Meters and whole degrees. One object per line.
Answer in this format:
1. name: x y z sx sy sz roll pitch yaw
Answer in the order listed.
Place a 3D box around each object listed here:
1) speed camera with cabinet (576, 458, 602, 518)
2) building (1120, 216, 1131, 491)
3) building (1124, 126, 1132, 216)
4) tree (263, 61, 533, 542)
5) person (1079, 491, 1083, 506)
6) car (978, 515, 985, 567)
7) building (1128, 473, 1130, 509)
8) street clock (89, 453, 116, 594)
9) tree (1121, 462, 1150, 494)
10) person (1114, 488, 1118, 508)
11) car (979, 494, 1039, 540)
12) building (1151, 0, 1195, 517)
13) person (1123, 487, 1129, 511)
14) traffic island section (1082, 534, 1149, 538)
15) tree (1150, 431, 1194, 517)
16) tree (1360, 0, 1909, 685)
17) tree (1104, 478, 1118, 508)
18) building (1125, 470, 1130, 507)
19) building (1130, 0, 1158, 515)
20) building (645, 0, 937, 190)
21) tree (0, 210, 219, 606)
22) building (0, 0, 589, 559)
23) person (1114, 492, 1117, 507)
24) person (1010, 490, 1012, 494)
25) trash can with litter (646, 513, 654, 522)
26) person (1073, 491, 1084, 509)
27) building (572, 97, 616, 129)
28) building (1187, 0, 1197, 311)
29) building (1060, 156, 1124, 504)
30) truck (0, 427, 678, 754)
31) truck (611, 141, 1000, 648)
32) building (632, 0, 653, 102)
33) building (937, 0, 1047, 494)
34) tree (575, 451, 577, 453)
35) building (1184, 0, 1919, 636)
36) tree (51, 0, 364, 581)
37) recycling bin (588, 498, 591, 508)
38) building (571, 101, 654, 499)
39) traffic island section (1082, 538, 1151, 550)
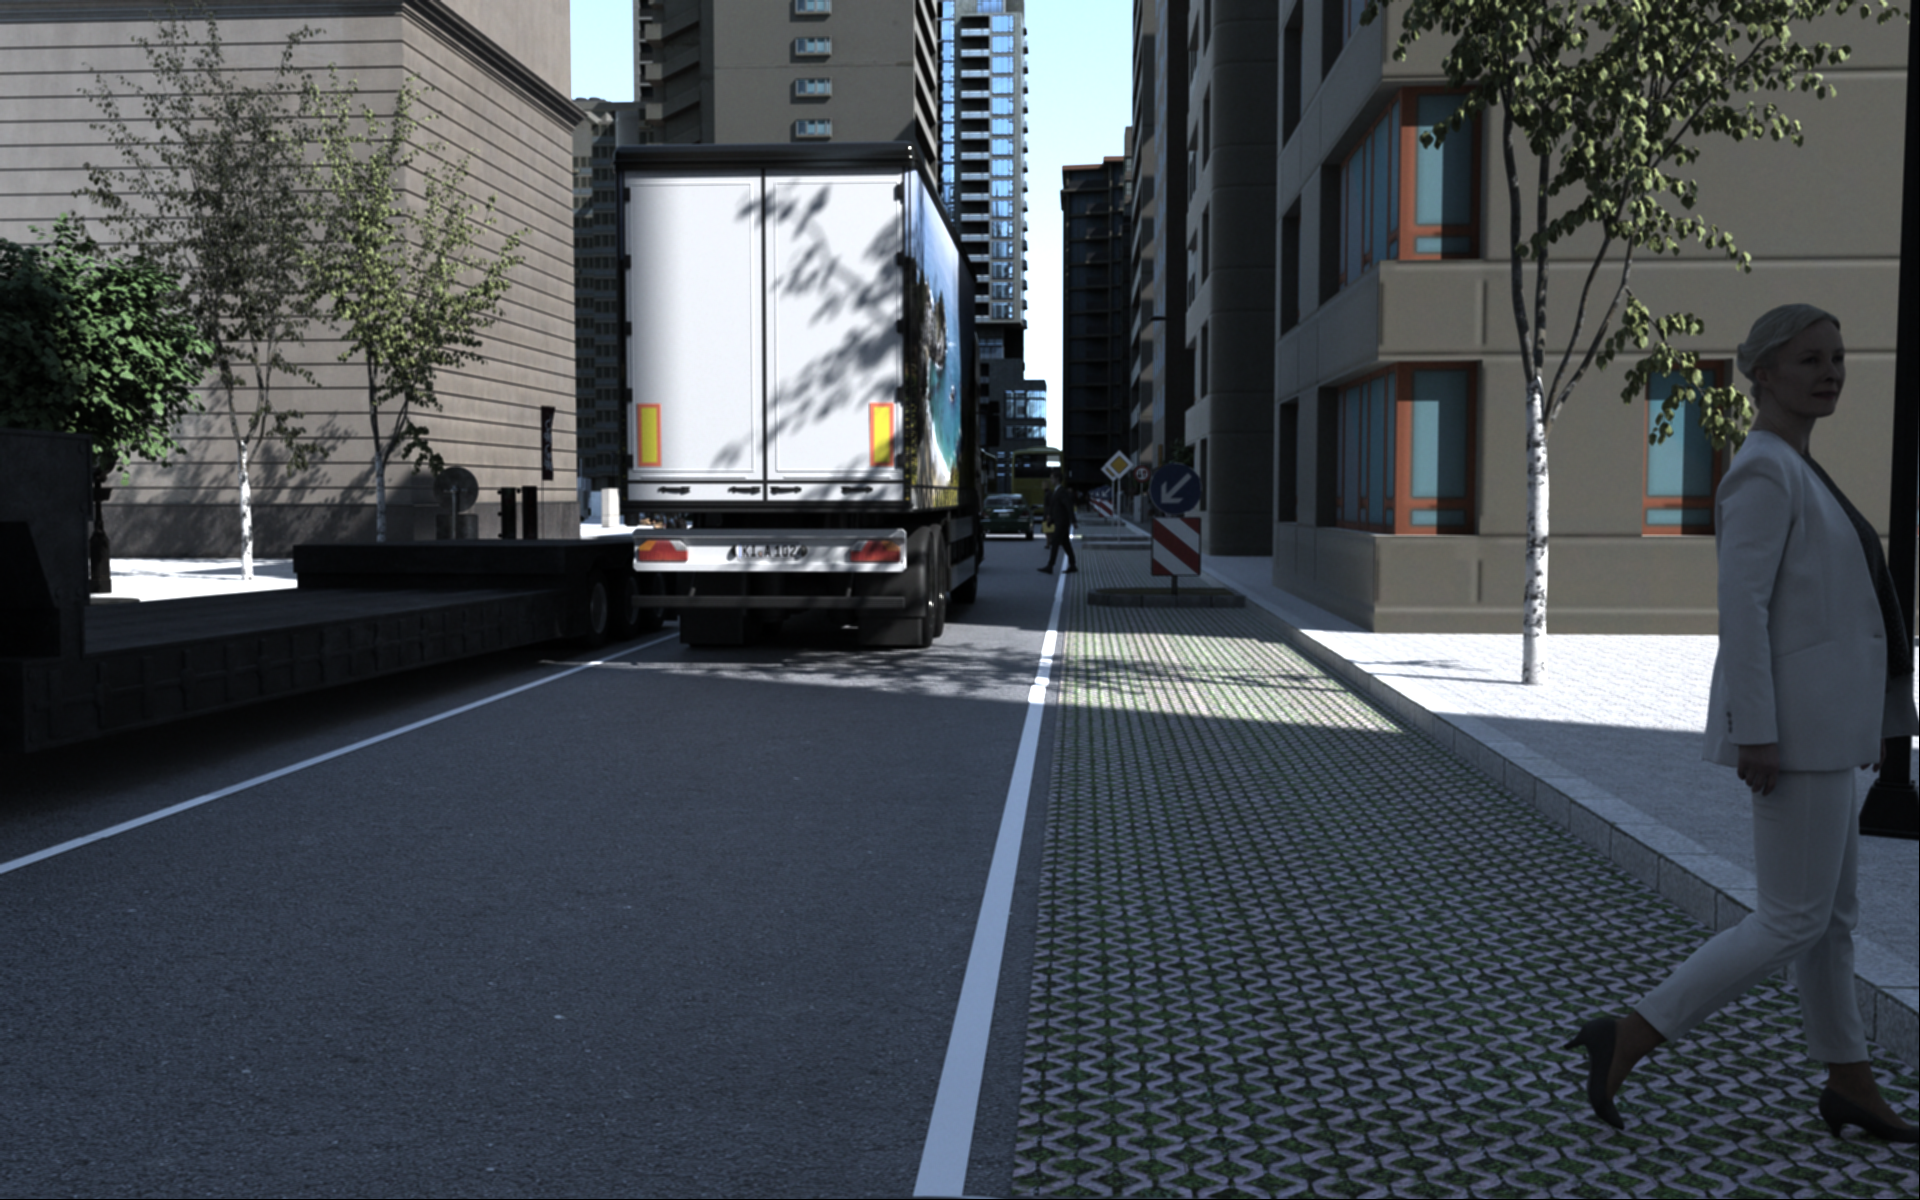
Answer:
1. speed camera with cabinet: -20.150 -6.166 95.151 2.038 3.252 0.660 2 4 29
2. building: 23.807 -25.033 180.995 14.160 30.474 14.107 0 4 4
3. building: 25.351 -31.281 195.036 14.154 41.232 14.086 0 4 4
4. tree: -9.985 -4.893 30.361 4.737 8.622 4.395 0 3 0
5. person: 13.766 -11.629 198.498 0.709 1.838 0.599 -2 4 -27
6. car: -0.578 -1.368 32.160 2.009 1.686 4.222 0 4 4
7. building: 30.097 -27.444 140.587 32.217 40.220 23.993 0 4 4
8. street clock: -11.119 -1.088 22.351 0.471 2.002 0.358 2 4 27
9. tree: 10.900 -6.621 102.858 1.663 3.219 1.824 0 3 0
10. person: 14.049 -9.078 154.556 0.705 1.814 1.350 2 4 24
11. car: 1.434 -2.643 55.018 2.131 1.459 4.920 0 4 2
12. building: 17.425 -26.939 90.557 14.600 45.320 14.200 0 4 4
13. person: 12.719 -7.805 133.751 0.705 1.812 1.348 -1 4 -12
14. traffic island section: 4.765 -1.909 53.490 2.009 0.180 2.903 0 4 4
15. tree: 6.928 -3.558 52.777 1.663 3.219 1.824 0 3 0
16. tree: 3.997 -3.722 11.221 4.737 8.622 4.395 0 3 0
17. tree: 15.059 -10.774 170.755 1.663 3.219 1.824 0 3 0
18. building: 26.256 -44.279 162.217 20.563 71.187 20.611 0 4 4
19. building: 22.510 -30.111 116.023 21.300 48.544 21.600 0 4 4
20. building: -13.312 -31.583 140.086 21.300 48.544 21.600 0 4 4
21. tree: -10.363 -2.224 20.082 4.285 4.588 4.351 0 3 0
22. building: -22.438 -14.838 39.860 25.104 27.353 12.463 0 4 4
23. person: 14.871 -9.622 164.280 0.541 1.710 0.530 1 4 10
24. person: 5.411 -10.645 182.640 0.705 1.812 1.348 -3 4 -36
25. trash can with litter: -13.846 -4.028 77.243 0.624 1.170 1.055 -1 4 -16
26. person: 11.348 -9.597 166.134 1.217 1.736 0.721 1 4 23
27. building: -53.797 -39.248 230.948 27.495 52.752 28.713 0 4 4
28. building: 22.752 -29.204 66.729 27.495 52.752 28.713 0 4 4
29. building: 25.650 -34.708 222.099 28.867 44.769 22.147 0 4 4
30. truck: -5.077 -1.207 9.495 2.967 4.110 18.799 0 4 5
31. truck: -1.180 -1.869 19.464 2.839 4.237 11.283 0 4 4
32. building: -30.059 -48.118 224.976 20.611 71.187 20.563 0 4 4
33. building: -4.266 -55.705 223.454 31.000 86.520 22.319 0 4 4
34. tree: -17.035 -5.240 69.384 4.285 4.588 4.351 0 3 0
35. building: 18.593 -11.235 28.724 27.650 21.520 28.899 0 4 4
36. tree: -10.629 -4.581 25.266 4.360 8.622 3.978 0 3 0
37. recycling bin: -23.774 -6.045 111.387 0.722 1.027 0.722 1 4 22
38. building: -40.201 -30.486 190.328 23.993 40.220 32.217 0 4 4
39. traffic island section: 4.217 -1.422 45.523 2.009 0.180 2.903 0 4 4
